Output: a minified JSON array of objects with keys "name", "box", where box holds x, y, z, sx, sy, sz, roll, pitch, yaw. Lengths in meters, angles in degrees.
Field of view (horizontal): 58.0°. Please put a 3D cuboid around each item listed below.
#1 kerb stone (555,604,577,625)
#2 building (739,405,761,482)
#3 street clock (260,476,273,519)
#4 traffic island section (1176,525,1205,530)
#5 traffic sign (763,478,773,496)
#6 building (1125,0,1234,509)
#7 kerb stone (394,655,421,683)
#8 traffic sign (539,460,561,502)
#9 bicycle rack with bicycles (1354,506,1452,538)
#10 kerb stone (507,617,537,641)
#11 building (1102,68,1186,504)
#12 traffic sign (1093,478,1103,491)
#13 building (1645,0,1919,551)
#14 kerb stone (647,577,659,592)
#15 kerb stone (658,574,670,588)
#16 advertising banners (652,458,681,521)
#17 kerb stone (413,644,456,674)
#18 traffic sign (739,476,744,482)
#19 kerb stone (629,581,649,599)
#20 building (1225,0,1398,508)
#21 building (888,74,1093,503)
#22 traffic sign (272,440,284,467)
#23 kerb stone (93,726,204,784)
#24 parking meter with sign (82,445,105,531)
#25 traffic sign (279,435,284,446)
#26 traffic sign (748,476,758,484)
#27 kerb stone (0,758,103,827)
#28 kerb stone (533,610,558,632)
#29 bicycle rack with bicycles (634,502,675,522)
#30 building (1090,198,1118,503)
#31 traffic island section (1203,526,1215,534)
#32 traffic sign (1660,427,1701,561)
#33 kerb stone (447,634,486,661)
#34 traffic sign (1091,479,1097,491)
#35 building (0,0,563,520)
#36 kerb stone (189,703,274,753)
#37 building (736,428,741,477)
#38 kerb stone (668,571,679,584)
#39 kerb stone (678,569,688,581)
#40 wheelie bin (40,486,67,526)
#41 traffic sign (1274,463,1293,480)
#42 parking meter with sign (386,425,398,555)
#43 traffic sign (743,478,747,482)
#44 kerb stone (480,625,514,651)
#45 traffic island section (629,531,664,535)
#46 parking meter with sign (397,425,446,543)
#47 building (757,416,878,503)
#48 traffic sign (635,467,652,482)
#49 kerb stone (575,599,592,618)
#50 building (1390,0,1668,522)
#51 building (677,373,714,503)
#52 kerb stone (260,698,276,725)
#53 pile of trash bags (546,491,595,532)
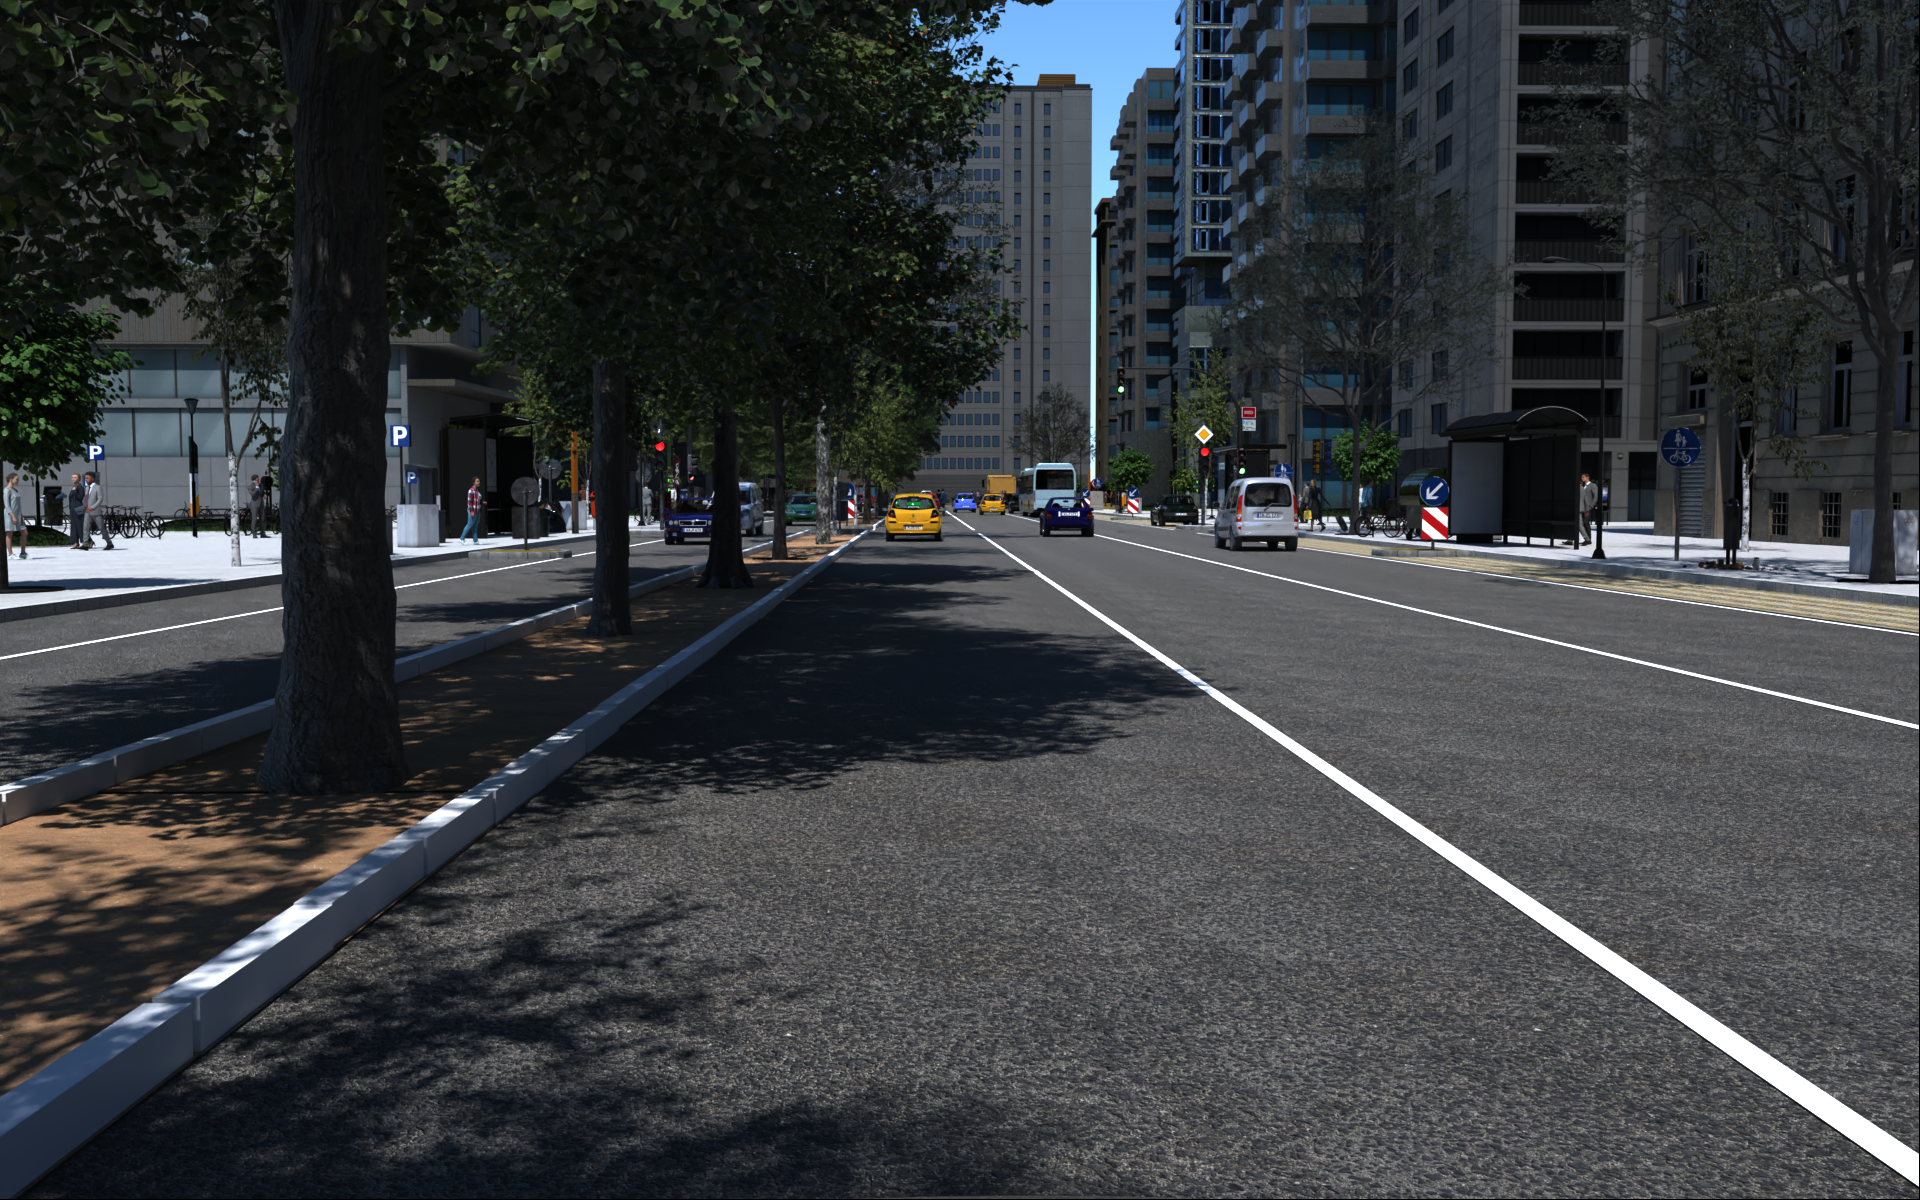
[{"name":"kerb stone","box":[-4.440,0.182,19.239,0.120,0.150,1.000,0,4,-1]},{"name":"building","box":[-31.441,-33.903,204.430,14.200,45.320,14.600,0,4,-1]},{"name":"street clock","box":[-27.702,-3.956,69.255,0.358,2.002,0.471,1,4,19]},{"name":"traffic island section","box":[9.890,-2.938,70.320,2.009,0.180,2.903,0,4,-1]},{"name":"traffic sign","box":[-14.888,-8.215,134.418,0.768,2.556,0.104,0,4,6]},{"name":"building","box":[29.022,-52.209,166.295,22.319,86.520,31.000,0,4,-1]},{"name":"kerb stone","box":[-4.301,0.557,13.093,0.120,0.150,1.000,0,4,-1]},{"name":"traffic sign","box":[-14.194,-3.664,60.011,0.768,2.556,0.104,0,3,0]},{"name":"bicycle rack with bicycles","box":[13.499,-2.306,51.093,2.852,0.926,2.925,-2,4,-35]},{"name":"kerb stone","box":[-4.396,0.306,17.193,0.120,0.150,1.000,0,4,-1]},{"name":"building","box":[29.033,-35.383,198.118,23.786,49.044,30.456,0,4,-1]},{"name":"traffic sign","box":[11.018,-8.448,138.223,0.768,2.556,0.104,0,4,2]},{"name":"building","box":[29.025,-12.570,38.799,16.112,22.955,30.059,0,4,-1]},{"name":"kerb stone","box":[-4.582,-0.195,25.386,0.120,0.150,1.000,0,4,-1]},{"name":"kerb stone","box":[-4.596,-0.258,26.421,0.120,0.150,1.000,0,4,-1]},{"name":"advertising banners","box":[-14.080,-5.325,83.244,0.090,3.025,2.074,2,4,33]},{"name":"kerb stone","box":[-4.321,0.496,14.115,0.120,0.150,1.000,0,4,-1]},{"name":"traffic sign","box":[-15.870,-7.578,124.011,0.768,2.556,0.104,0,4,7]},{"name":"kerb stone","box":[-4.552,-0.128,24.365,0.120,0.150,1.000,0,4,-1]},{"name":"building","box":[31.519,-30.933,125.363,23.786,49.044,30.456,0,4,-1]},{"name":"building","box":[3.637,-43.069,246.177,28.212,58.520,21.231,0,4,-1]},{"name":"traffic sign","box":[-12.921,-2.050,33.527,0.884,2.594,0.081,0,4,2]},{"name":"kerb stone","box":[-4.203,0.808,8.981,0.120,0.150,1.000,0,4,-1]},{"name":"parking meter with sign","box":[-30.370,-3.928,60.491,0.543,3.016,1.738,-1,4,-12]},{"name":"traffic sign","box":[-13.298,-2.114,34.677,0.768,2.556,0.104,0,4,2]},{"name":"traffic sign","box":[-14.399,-7.362,120.475,0.768,2.556,0.104,0,4,-1]},{"name":"kerb stone","box":[-4.177,0.877,7.953,0.120,0.150,1.000,0,4,-1]},{"name":"kerb stone","box":[-4.418,0.243,18.217,0.120,0.150,1.000,0,4,-1]},{"name":"bicycle rack with bicycles","box":[-13.894,-4.113,80.626,2.925,0.926,2.852,-1,4,-21]},{"name":"building","box":[32.172,-36.238,247.117,28.867,44.769,22.147,0,4,-1]},{"name":"traffic island section","box":[10.071,-2.450,62.337,2.009,0.180,2.903,0,4,-1]},{"name":"traffic sign","box":[13.701,-2.014,33.032,0.768,2.556,0.104,0,4,1]},{"name":"kerb stone","box":[-4.352,0.431,15.149,0.120,0.150,1.000,0,4,-1]},{"name":"traffic sign","box":[11.220,-8.758,143.292,0.768,2.556,0.104,0,4,2]},{"name":"building","box":[-38.577,-30.999,96.074,28.713,52.752,27.495,0,4,-1]},{"name":"kerb stone","box":[-4.229,0.748,10.007,0.120,0.150,1.000,0,4,-1]},{"name":"building","box":[-30.643,-24.971,179.981,14.160,30.474,14.107,0,4,-1]},{"name":"kerb stone","box":[-4.622,-0.321,27.450,0.120,0.150,1.000,0,4,-1]},{"name":"kerb stone","box":[-4.645,-0.377,28.474,0.120,0.150,1.000,0,4,-1]},{"name":"wheelie bin","box":[-36.659,-3.804,70.104,0.980,1.594,0.693,-3,5,-39]},{"name":"traffic sign","box":[13.296,-4.352,71.254,0.768,2.556,0.104,0,4,5]},{"name":"parking meter with sign","box":[-12.601,-2.416,35.757,0.543,3.016,1.738,3,5,39]},{"name":"traffic sign","box":[-16.223,-8.062,131.919,0.768,2.556,0.104,0,4,7]},{"name":"kerb stone","box":[-4.365,0.368,16.171,0.120,0.150,1.000,0,4,-1]},{"name":"traffic island section","box":[-10.665,-2.422,61.873,2.009,0.180,2.903,0,4,-1]},{"name":"parking meter with sign","box":[-13.883,-2.952,44.521,0.543,3.016,1.738,1,4,15]},{"name":"building","box":[-25.156,-24.773,250.084,28.899,21.520,27.650,0,4,-1]},{"name":"traffic sign","box":[-15.088,-5.043,82.558,0.768,2.556,0.104,0,3,0]},{"name":"kerb stone","box":[-4.454,0.118,20.264,0.120,0.150,1.000,0,4,-1]},{"name":"building","box":[35.068,-39.694,87.246,20.611,71.187,20.563,0,4,-1]},{"name":"building","box":[-29.637,-28.613,151.424,14.154,41.232,14.086,0,4,-1]},{"name":"kerb stone","box":[-4.254,0.682,11.040,0.120,0.150,1.000,0,4,-1]},{"name":"pile of trash bags","box":[-13.672,-2.998,58.763,3.447,1.369,1.912,0,4,0]}]
